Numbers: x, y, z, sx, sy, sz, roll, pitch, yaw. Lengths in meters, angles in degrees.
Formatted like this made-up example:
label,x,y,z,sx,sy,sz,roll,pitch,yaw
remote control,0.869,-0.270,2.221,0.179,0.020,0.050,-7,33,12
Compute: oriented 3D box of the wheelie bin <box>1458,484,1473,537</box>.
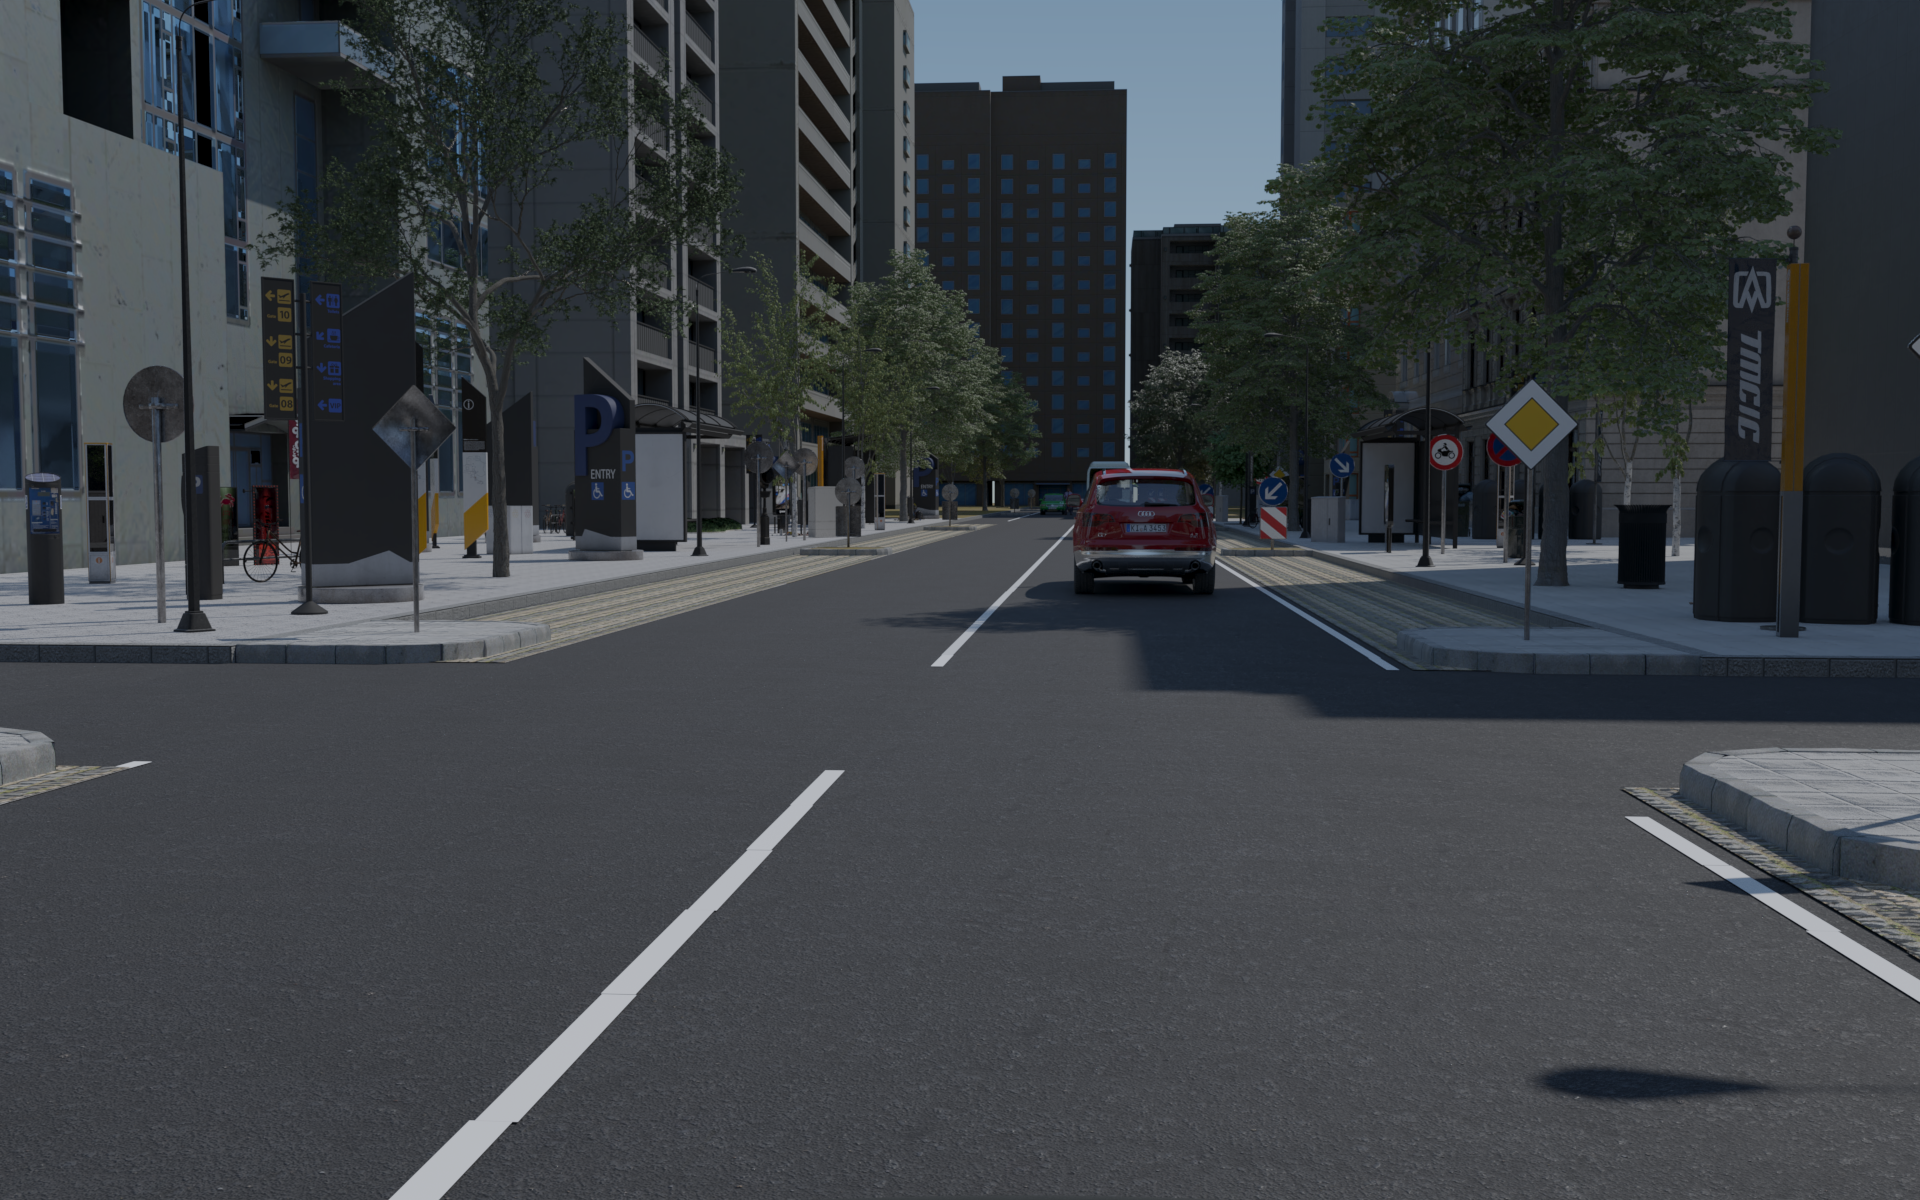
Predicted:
label,x,y,z,sx,sy,sz,roll,pitch,yaw
wheelie bin,14.992,-2.691,51.900,0.980,1.594,0.693,1,4,19

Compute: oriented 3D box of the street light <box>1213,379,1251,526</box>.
label,x,y,z,sx,sy,sz,roll,pitch,yaw
street light,11.006,-5.946,69.758,1.470,5.913,1.316,0,4,5

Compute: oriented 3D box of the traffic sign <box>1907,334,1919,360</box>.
label,x,y,z,sx,sy,sz,roll,pitch,yaw
traffic sign,4.306,-0.217,7.184,0.795,2.450,0.064,0,4,5

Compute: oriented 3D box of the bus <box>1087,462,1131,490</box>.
label,x,y,z,sx,sy,sz,roll,pitch,yaw
bus,9.194,-6.739,105.038,2.948,3.499,13.247,0,4,6

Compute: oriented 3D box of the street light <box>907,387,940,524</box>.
label,x,y,z,sx,sy,sz,roll,pitch,yaw
street light,-1.588,-6.276,75.147,1.470,5.913,1.316,0,4,5

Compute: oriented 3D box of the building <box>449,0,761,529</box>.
label,x,y,z,sx,sy,sz,roll,pitch,yaw
building,-19.077,-38.771,72.150,20.563,71.187,20.611,0,4,5

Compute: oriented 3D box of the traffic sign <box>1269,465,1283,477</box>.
label,x,y,z,sx,sy,sz,roll,pitch,yaw
traffic sign,12.554,-4.095,68.138,0.795,2.450,0.064,0,4,7

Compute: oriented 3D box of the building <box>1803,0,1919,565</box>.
label,x,y,z,sx,sy,sz,roll,pitch,yaw
building,28.476,-14.274,26.886,24.014,27.812,14.314,0,4,5

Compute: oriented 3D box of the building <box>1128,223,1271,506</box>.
label,x,y,z,sx,sy,sz,roll,pitch,yaw
building,25.446,-25.452,187.838,14.107,30.474,14.160,0,4,5

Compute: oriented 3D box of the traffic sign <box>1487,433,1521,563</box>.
label,x,y,z,sx,sy,sz,roll,pitch,yaw
traffic sign,10.163,-1.963,32.195,0.768,2.556,0.104,0,4,8

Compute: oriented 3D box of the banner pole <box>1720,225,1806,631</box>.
label,x,y,z,sx,sy,sz,roll,pitch,yaw
banner pole,7.547,-1.604,16.237,0.863,3.779,0.401,0,4,-5

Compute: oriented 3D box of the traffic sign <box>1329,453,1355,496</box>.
label,x,y,z,sx,sy,sz,roll,pitch,yaw
traffic sign,11.884,-3.292,53.925,0.768,2.556,0.104,1,4,13

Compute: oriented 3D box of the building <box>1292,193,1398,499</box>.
label,x,y,z,sx,sy,sz,roll,pitch,yaw
building,37.108,-16.384,112.924,27.650,21.520,28.899,0,4,5

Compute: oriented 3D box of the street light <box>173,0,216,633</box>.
label,x,y,z,sx,sy,sz,roll,pitch,yaw
street light,-6.611,-2.655,15.947,1.470,5.913,1.316,0,4,5

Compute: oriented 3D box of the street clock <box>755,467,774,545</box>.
label,x,y,z,sx,sy,sz,roll,pitch,yaw
street clock,-4.921,-2.388,43.616,0.358,2.002,0.471,3,4,38

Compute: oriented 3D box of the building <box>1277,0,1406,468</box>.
label,x,y,z,sx,sy,sz,roll,pitch,yaw
building,36.707,-36.616,140.668,21.231,58.520,28.212,0,4,5

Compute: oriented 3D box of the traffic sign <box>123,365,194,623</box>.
label,x,y,z,sx,sy,sz,roll,pitch,yaw
traffic sign,-7.950,-1.044,17.174,0.768,2.556,0.104,1,4,9

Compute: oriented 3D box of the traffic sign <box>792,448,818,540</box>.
label,x,y,z,sx,sy,sz,roll,pitch,yaw
traffic sign,-4.301,-2.918,47.814,0.768,2.556,0.104,1,4,10

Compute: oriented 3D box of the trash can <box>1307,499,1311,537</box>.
label,x,y,z,sx,sy,sz,roll,pitch,yaw
trash can,10.570,-2.432,51.419,0.748,1.137,0.748,0,3,0

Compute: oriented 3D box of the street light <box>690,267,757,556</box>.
label,x,y,z,sx,sy,sz,roll,pitch,yaw
street light,-4.854,-3.858,35.627,1.470,5.913,1.316,0,4,5

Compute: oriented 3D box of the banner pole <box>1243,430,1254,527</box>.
label,x,y,z,sx,sy,sz,roll,pitch,yaw
banner pole,11.286,-4.725,67.274,0.401,3.779,0.863,0,4,-4

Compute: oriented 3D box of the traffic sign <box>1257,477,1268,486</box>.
label,x,y,z,sx,sy,sz,roll,pitch,yaw
traffic sign,15.504,-5.464,89.444,0.768,2.556,0.104,0,4,7

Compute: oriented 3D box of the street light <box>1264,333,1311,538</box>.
label,x,y,z,sx,sy,sz,roll,pitch,yaw
street light,9.459,-4.741,50.061,1.470,5.913,1.316,0,4,5

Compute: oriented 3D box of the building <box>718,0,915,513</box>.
label,x,y,z,sx,sy,sz,roll,pitch,yaw
building,-15.521,-32.146,149.285,21.600,48.544,21.300,0,4,5

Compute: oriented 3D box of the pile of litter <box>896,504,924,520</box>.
label,x,y,z,sx,sy,sz,roll,pitch,yaw
pile of litter,-2.545,-4.457,86.840,1.719,0.858,1.176,-1,4,-16

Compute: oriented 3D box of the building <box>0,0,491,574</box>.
label,x,y,z,sx,sy,sz,roll,pitch,yaw
building,-25.440,-44.384,38.353,22.319,86.520,31.000,0,4,5

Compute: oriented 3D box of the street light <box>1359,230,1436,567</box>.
label,x,y,z,sx,sy,sz,roll,pitch,yaw
street light,7.663,-3.538,30.384,1.470,5.913,1.316,0,4,5

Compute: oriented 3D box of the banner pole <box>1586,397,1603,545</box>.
label,x,y,z,sx,sy,sz,roll,pitch,yaw
banner pole,16.134,-3.289,43.798,0.401,3.779,0.863,0,4,8

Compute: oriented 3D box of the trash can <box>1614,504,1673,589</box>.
label,x,y,z,sx,sy,sz,roll,pitch,yaw
trash can,9.263,-0.726,23.519,0.748,1.137,0.748,0,3,0

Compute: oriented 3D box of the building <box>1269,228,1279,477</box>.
label,x,y,z,sx,sy,sz,roll,pitch,yaw
building,39.455,-25.344,186.083,14.107,30.474,14.160,0,4,5

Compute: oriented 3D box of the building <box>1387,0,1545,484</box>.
label,x,y,z,sx,sy,sz,roll,pitch,yaw
building,27.730,-17.895,78.488,13.634,28.700,20.117,0,4,5

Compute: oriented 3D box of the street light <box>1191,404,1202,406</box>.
label,x,y,z,sx,sy,sz,roll,pitch,yaw
street light,12.594,-7.151,89.452,1.470,5.913,1.316,0,4,5

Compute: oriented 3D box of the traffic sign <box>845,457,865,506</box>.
label,x,y,z,sx,sy,sz,roll,pitch,yaw
traffic sign,-3.610,-3.590,58.806,0.768,2.556,0.104,0,4,7

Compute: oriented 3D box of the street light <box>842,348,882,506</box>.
label,x,y,z,sx,sy,sz,roll,pitch,yaw
street light,-3.190,-5.063,55.314,1.470,5.913,1.316,0,4,5

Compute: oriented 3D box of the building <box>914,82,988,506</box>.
label,x,y,z,sx,sy,sz,roll,pitch,yaw
building,-3.353,-32.963,189.063,14.200,45.320,14.600,0,4,5

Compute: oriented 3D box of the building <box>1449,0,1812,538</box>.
label,x,y,z,sx,sy,sz,roll,pitch,yaw
building,23.765,-11.900,59.187,10.561,19.102,19.286,0,4,5

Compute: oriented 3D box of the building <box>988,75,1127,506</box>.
label,x,y,z,sx,sy,sz,roll,pitch,yaw
building,10.868,-32.938,188.643,14.200,45.320,14.600,0,4,5

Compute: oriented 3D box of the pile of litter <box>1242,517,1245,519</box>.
label,x,y,z,sx,sy,sz,roll,pitch,yaw
pile of litter,14.993,-4.498,87.505,1.176,0.858,1.719,-1,4,-22

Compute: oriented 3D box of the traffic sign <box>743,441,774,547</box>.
label,x,y,z,sx,sy,sz,roll,pitch,yaw
traffic sign,-4.887,-2.558,41.925,0.768,2.556,0.104,1,4,14

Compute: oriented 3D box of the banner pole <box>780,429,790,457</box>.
label,x,y,z,sx,sy,sz,roll,pitch,yaw
banner pole,-6.744,-4.673,66.422,0.401,3.779,0.863,-3,4,-36

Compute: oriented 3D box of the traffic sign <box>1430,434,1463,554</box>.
label,x,y,z,sx,sy,sz,roll,pitch,yaw
traffic sign,10.302,-2.249,36.884,0.768,2.556,0.104,0,4,5

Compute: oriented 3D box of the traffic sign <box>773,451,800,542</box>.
label,x,y,z,sx,sy,sz,roll,pitch,yaw
traffic sign,-4.667,-2.774,46.538,0.795,2.450,0.064,1,4,13
